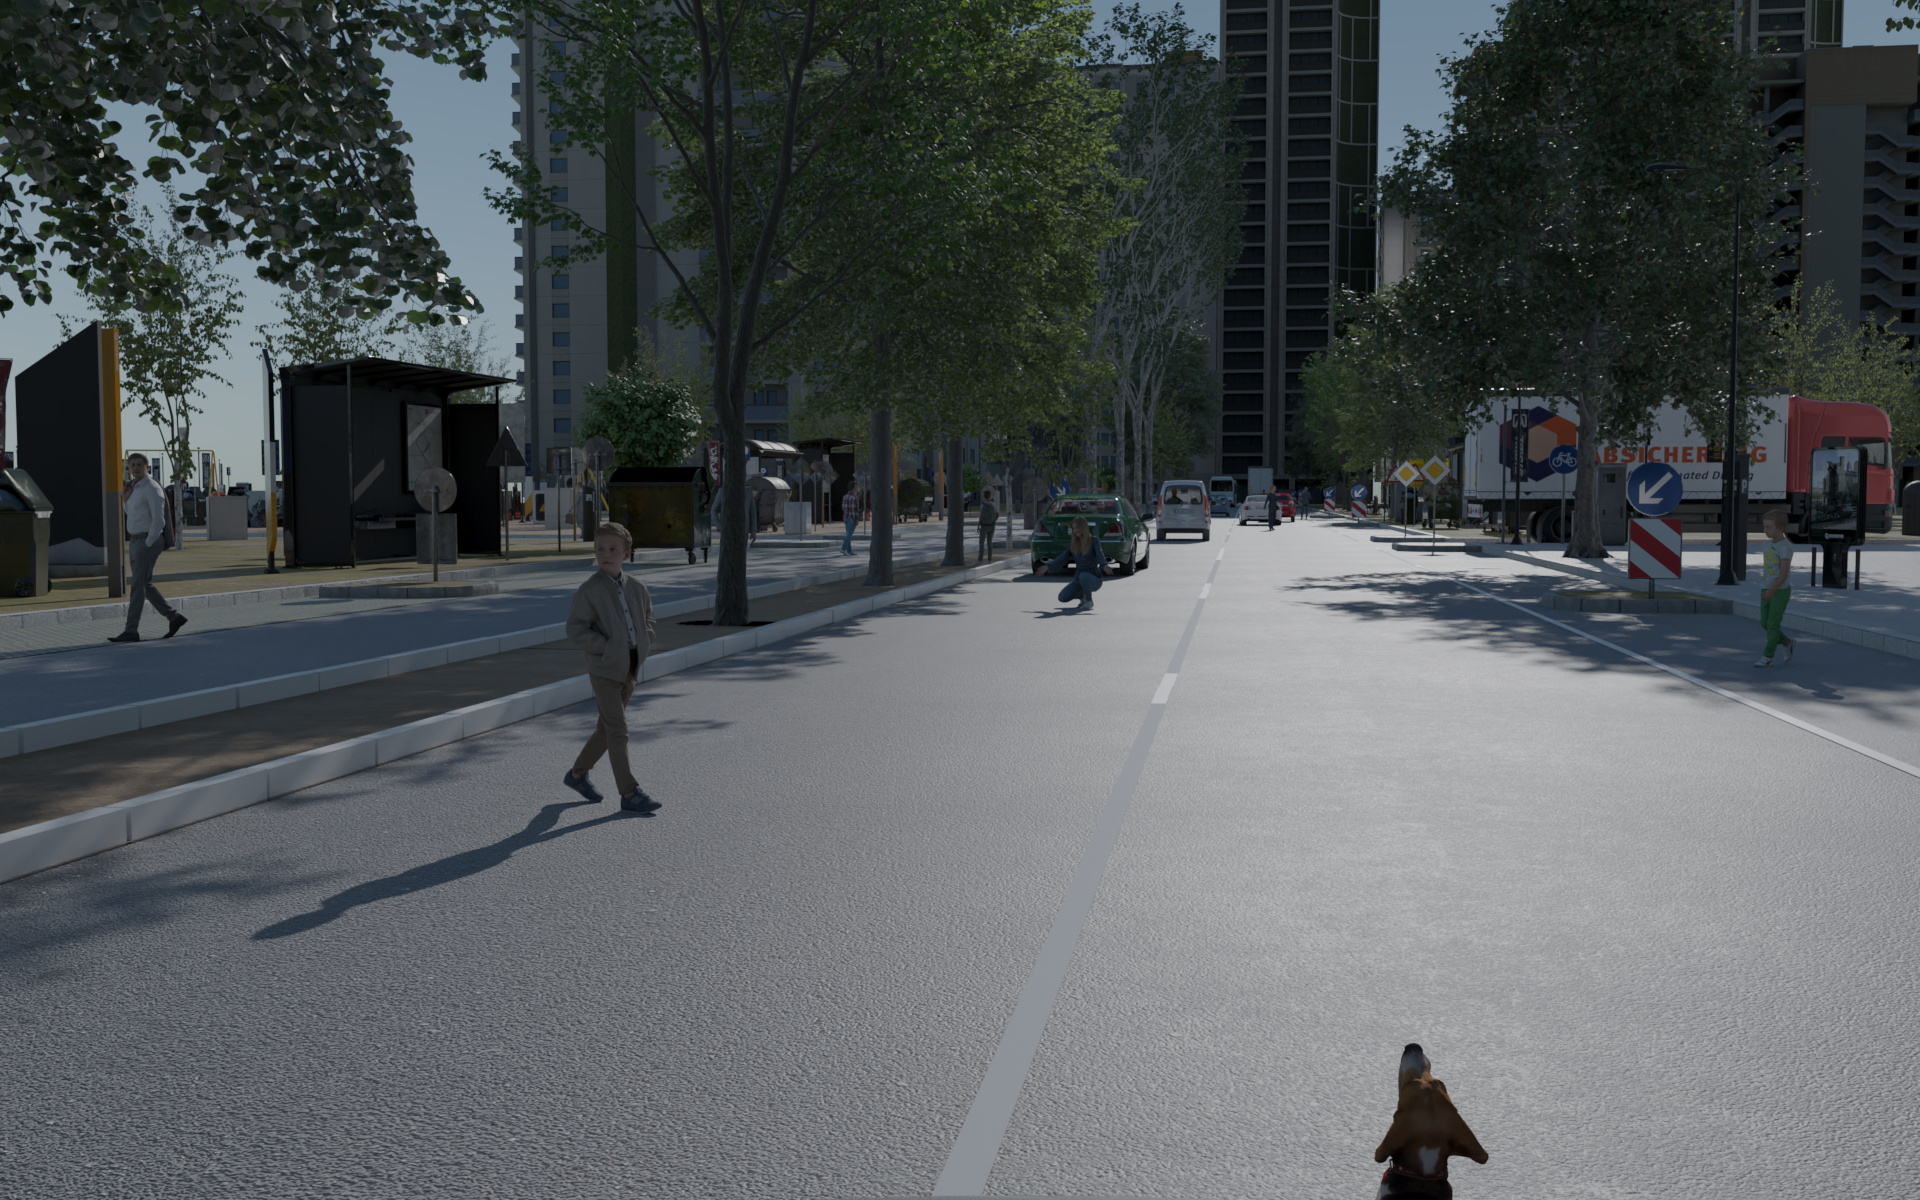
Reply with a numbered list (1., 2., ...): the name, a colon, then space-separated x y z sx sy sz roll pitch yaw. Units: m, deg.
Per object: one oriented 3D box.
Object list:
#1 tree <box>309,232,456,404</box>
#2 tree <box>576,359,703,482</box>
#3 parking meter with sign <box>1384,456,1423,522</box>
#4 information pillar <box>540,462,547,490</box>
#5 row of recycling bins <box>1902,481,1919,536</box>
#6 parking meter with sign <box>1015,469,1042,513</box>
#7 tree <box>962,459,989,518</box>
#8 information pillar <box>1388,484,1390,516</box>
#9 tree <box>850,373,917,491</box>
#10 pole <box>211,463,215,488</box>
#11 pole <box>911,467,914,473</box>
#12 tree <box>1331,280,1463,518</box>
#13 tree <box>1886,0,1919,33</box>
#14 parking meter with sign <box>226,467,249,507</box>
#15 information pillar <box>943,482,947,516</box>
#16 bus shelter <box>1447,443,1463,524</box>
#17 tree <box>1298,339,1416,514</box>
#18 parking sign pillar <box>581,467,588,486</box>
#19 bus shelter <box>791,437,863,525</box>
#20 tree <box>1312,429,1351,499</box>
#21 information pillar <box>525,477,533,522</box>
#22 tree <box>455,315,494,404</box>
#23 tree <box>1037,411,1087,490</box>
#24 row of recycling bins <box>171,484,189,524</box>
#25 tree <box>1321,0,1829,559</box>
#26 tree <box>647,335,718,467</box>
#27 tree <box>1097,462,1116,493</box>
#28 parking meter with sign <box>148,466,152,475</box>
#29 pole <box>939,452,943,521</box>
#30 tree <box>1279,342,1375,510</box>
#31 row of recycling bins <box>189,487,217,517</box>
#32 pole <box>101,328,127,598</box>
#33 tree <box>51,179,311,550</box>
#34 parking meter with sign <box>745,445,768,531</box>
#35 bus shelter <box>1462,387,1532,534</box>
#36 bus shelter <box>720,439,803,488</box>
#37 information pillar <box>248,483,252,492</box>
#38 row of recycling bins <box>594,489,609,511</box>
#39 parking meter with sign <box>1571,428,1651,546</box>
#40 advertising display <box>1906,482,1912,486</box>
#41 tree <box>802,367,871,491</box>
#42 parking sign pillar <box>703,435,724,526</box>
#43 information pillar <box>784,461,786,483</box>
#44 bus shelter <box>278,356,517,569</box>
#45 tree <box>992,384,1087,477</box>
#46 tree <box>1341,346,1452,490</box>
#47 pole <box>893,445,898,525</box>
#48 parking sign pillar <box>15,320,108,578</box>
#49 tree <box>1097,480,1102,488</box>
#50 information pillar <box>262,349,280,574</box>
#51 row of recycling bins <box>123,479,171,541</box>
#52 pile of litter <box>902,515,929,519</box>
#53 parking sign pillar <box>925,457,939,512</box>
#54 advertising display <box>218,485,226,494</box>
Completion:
1. tree: -16.665 -5.822 45.558 4.737 8.622 4.395 0 3 0
2. tree: -7.845 -3.577 42.206 4.285 4.588 4.351 0 3 0
3. parking meter with sign: 20.341 -5.088 79.449 1.738 3.016 0.543 1 4 17
4. information pillar: -29.872 -8.122 124.145 0.504 3.616 0.183 0 4 3
5. row of recycling bins: 31.086 -2.837 53.494 3.534 1.692 1.069 1 4 9
6. parking meter with sign: 4.574 -7.338 116.232 1.738 3.016 0.543 1 4 9
7. tree: 0.532 -6.086 94.112 1.663 3.219 1.824 0 3 0
8. information pillar: 24.678 -5.781 99.006 0.304 2.012 0.304 -3 5 -44
9. tree: -3.598 -8.338 86.685 4.360 8.622 3.978 0 3 0
10. pole: -49.128 -7.345 113.934 0.158 3.312 0.155 0 3 0
11. pole: -3.538 -8.320 129.870 0.158 3.312 0.155 0 3 0
12. tree: 23.600 -10.658 92.385 7.486 12.596 7.792 0 3 0
13. tree: 10.366 -3.970 15.266 4.737 8.622 4.395 0 3 0
14. parking meter with sign: -46.191 -7.047 111.476 1.738 3.016 0.543 0 4 -6
15. information pillar: -0.904 -5.809 99.467 0.304 2.012 0.304 -2 4 -30
16. bus shelter: 21.959 -5.864 73.515 2.179 5.291 8.768 1 4 10
17. tree: 26.013 -11.404 112.211 9.928 11.665 9.643 0 3 0
18. parking sign pillar: -21.822 -6.848 100.430 1.447 3.967 1.447 -1 4 -14
19. bus shelter: -5.712 -5.119 74.974 1.731 3.624 6.357 1 4 9
20. tree: 34.247 -12.723 158.387 4.737 8.622 4.395 0 3 0
21. information pillar: -20.136 -5.471 80.798 0.504 3.616 0.183 3 4 37
22. tree: -19.802 -7.115 66.700 4.737 8.622 4.395 0 3 0
23. tree: 7.374 -10.980 129.886 4.360 8.622 3.978 0 3 0
24. row of recycling bins: -34.490 -4.014 72.737 3.534 1.692 1.069 -2 4 -28
25. tree: 12.541 -7.188 34.528 9.611 12.733 9.660 0 3 0
26. tree: -12.286 -7.898 79.501 4.737 8.622 4.395 0 3 0
27. tree: 16.792 -12.864 194.039 4.285 4.588 4.351 0 3 0
28. parking meter with sign: -50.118 -6.731 106.320 0.543 3.016 1.738 -3 4 -39
29. pole: -0.915 -5.474 83.337 0.158 3.312 0.155 0 3 0
30. tree: 30.825 -13.986 139.038 12.009 13.543 11.850 0 3 0
31. row of recycling bins: -42.921 -5.424 95.798 3.534 1.692 1.069 -1 4 -13
32. pole: -10.471 -1.687 21.429 0.158 3.312 0.155 0 3 0
33. tree: -18.144 -5.451 39.488 4.737 8.622 4.395 0 3 0
34. parking meter with sign: -7.289 -3.959 60.983 0.543 3.016 1.738 -2 4 -32
35. bus shelter: 19.041 -5.006 59.474 2.179 5.291 8.768 1 4 9
36. bus shelter: -7.559 -4.360 65.207 2.014 3.302 5.546 1 4 9
37. information pillar: -47.862 -6.861 116.673 0.304 2.012 0.304 -2 4 -30
38. row of recycling bins: -28.336 -7.811 134.825 3.534 1.692 1.069 1 4 20
39. parking meter with sign: 16.110 -2.853 42.914 1.738 3.016 0.543 1 4 11
40. advertising display: 49.428 -5.157 89.528 0.974 1.923 0.123 1 4 14
41. tree: -5.491 -8.762 93.624 4.737 8.622 4.395 0 3 0
42. parking sign pillar: -9.691 -4.983 69.949 1.447 3.967 1.447 0 4 -6
43. information pillar: -11.145 -7.227 109.519 0.183 3.616 0.504 1 4 17
44. bus shelter: -10.427 -2.534 32.715 1.731 3.624 6.357 1 4 9
45. tree: 5.517 -11.509 122.586 7.601 10.594 8.767 1 4 21
46. tree: 21.220 -8.127 83.240 4.360 8.622 3.978 0 3 0
47. pole: -2.706 -4.790 72.164 0.158 3.312 0.155 0 3 0
48. parking sign pillar: -13.984 -2.361 27.074 1.447 3.967 1.447 0 4 -1
49. tree: 13.766 -10.968 173.931 1.663 3.219 1.824 0 3 0
50. information pillar: -11.072 -2.228 27.784 0.183 3.616 0.504 -2 4 -32
51. row of recycling bins: -22.880 -2.428 46.813 1.069 1.692 3.534 0 4 5
52. pile of litter: -2.380 -4.660 90.162 1.176 0.858 1.719 -1 4 -20
53. parking sign pillar: -2.220 -8.425 126.224 1.447 3.967 1.447 1 4 13
54. advertising display: -49.905 -6.840 117.043 0.974 1.923 0.123 3 5 39
